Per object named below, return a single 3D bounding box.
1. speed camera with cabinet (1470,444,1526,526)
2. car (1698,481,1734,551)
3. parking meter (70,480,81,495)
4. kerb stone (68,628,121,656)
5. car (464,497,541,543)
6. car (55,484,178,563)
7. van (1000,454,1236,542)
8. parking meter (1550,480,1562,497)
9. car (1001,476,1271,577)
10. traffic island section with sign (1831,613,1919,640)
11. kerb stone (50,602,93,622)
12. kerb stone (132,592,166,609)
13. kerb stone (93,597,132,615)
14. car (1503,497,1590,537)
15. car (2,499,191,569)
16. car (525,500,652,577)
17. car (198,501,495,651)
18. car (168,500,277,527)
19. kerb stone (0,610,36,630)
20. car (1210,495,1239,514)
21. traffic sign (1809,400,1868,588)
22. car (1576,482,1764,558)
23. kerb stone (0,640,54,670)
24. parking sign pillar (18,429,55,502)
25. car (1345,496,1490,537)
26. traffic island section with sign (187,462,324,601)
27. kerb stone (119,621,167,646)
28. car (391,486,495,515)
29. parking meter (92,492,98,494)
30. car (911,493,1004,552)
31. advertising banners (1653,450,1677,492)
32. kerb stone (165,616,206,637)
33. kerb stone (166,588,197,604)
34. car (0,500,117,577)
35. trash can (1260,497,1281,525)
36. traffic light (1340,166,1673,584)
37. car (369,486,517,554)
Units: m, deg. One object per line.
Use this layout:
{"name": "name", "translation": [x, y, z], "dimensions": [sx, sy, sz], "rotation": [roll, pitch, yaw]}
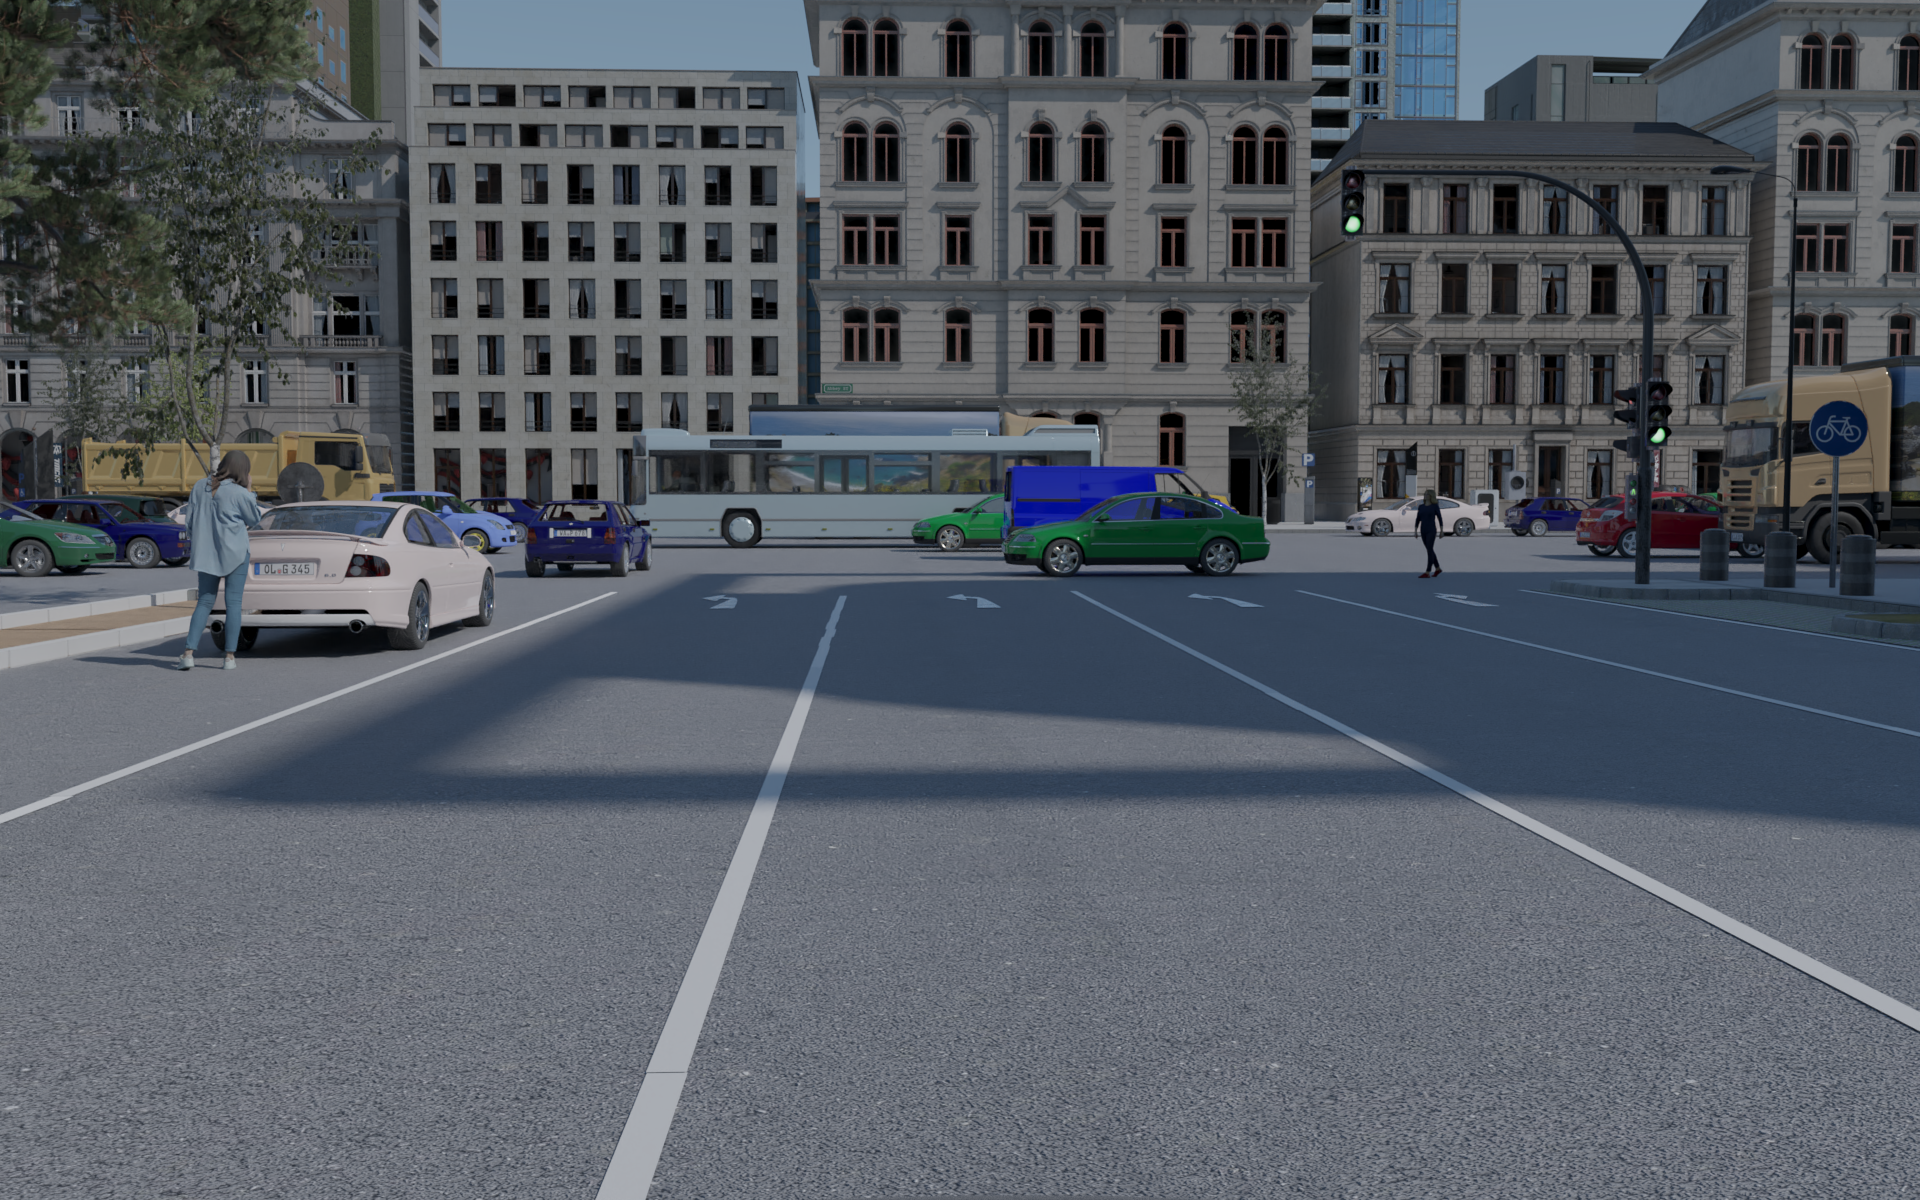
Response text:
{"name": "speed camera with cabinet", "translation": [21.329, -4.546, 68.658], "dimensions": [2.038, 3.252, 0.660], "rotation": [0, 4, -1]}
{"name": "car", "translation": [20.183, -2.227, 45.205], "dimensions": [1.959, 1.807, 4.718], "rotation": [0, 4, -1]}
{"name": "parking meter", "translation": [-37.333, -4.124, 73.145], "dimensions": [0.399, 1.863, 0.255], "rotation": [1, 4, 14]}
{"name": "kerb stone", "translation": [-7.941, 0.394, 15.765], "dimensions": [0.120, 0.150, 1.000], "rotation": [0, 4, -3]}
{"name": "car", "translation": [-14.287, -2.383, 51.536], "dimensions": [3.894, 1.354, 1.945], "rotation": [0, 4, -2]}
{"name": "car", "translation": [-18.796, -1.656, 36.866], "dimensions": [4.222, 1.686, 2.009], "rotation": [0, 4, -4]}
{"name": "van", "translation": [3.533, -2.050, 37.899], "dimensions": [5.245, 2.365, 2.240], "rotation": [0, 4, -4]}
{"name": "parking meter", "translation": [24.049, -3.926, 69.909], "dimensions": [0.399, 1.863, 0.255], "rotation": [-2, 4, -29]}
{"name": "car", "translation": [3.094, -1.340, 30.713], "dimensions": [4.718, 1.807, 1.959], "rotation": [0, 4, -5]}
{"name": "traffic island section with sign", "translation": [10.071, -0.547, 17.570], "dimensions": [1.989, 1.847, 2.006], "rotation": [0, 4, -3]}
{"name": "kerb stone", "translation": [-10.229, 0.151, 19.794], "dimensions": [0.120, 0.150, 1.000], "rotation": [0, 4, -3]}
{"name": "kerb stone", "translation": [-10.326, 0.023, 21.853], "dimensions": [0.120, 0.150, 1.000], "rotation": [0, 4, -3]}
{"name": "kerb stone", "translation": [-10.273, 0.087, 20.826], "dimensions": [0.120, 0.150, 1.000], "rotation": [0, 4, -3]}
{"name": "car", "translation": [20.546, -2.818, 58.650], "dimensions": [3.894, 1.354, 1.945], "rotation": [0, 4, -4]}
{"name": "car", "translation": [-16.879, -1.304, 33.903], "dimensions": [3.894, 1.354, 1.945], "rotation": [0, 4, -3]}
{"name": "car", "translation": [-6.640, -1.141, 31.229], "dimensions": [1.945, 1.354, 3.894], "rotation": [0, 4, -1]}
{"name": "car", "translation": [-5.946, -0.299, 17.252], "dimensions": [2.083, 1.381, 4.827], "rotation": [0, 4, -3]}
{"name": "car", "translation": [-20.464, -2.147, 47.473], "dimensions": [4.827, 1.381, 2.083], "rotation": [0, 4, -2]}
{"name": "kerb stone", "translation": [-10.187, 0.210, 18.765], "dimensions": [0.120, 0.150, 1.000], "rotation": [0, 4, -3]}
{"name": "car", "translation": [6.986, -2.769, 55.490], "dimensions": [3.980, 1.641, 2.015], "rotation": [0, 4, -1]}
{"name": "traffic sign", "translation": [11.965, -1.442, 23.679], "dimensions": [0.768, 2.556, 0.104], "rotation": [0, 4, 5]}
{"name": "car", "translation": [16.385, -1.858, 39.416], "dimensions": [4.494, 1.783, 2.155], "rotation": [0, 4, -3]}
{"name": "kerb stone", "translation": [-7.892, 0.456, 14.738], "dimensions": [0.120, 0.150, 1.000], "rotation": [0, 4, -3]}
{"name": "parking sign pillar", "translation": [-37.627, -5.021, 70.567], "dimensions": [1.447, 3.967, 1.447], "rotation": [2, 4, 28]}
{"name": "car", "translation": [15.508, -2.840, 58.790], "dimensions": [4.827, 1.381, 2.083], "rotation": [0, 4, -3]}
{"name": "traffic island section with sign", "translation": [-9.370, -0.976, 24.096], "dimensions": [2.006, 1.907, 1.989], "rotation": [0, 4, -3]}
{"name": "kerb stone", "translation": [-7.985, 0.330, 16.792], "dimensions": [0.120, 0.150, 1.000], "rotation": [0, 4, -3]}
{"name": "car", "translation": [-14.629, -2.380, 48.506], "dimensions": [3.694, 1.707, 1.945], "rotation": [0, 4, -2]}
{"name": "parking meter", "translation": [-35.942, -4.069, 72.234], "dimensions": [0.255, 1.863, 0.399], "rotation": [3, 5, 42]}
{"name": "car", "translation": [1.125, -2.116, 43.400], "dimensions": [4.718, 1.807, 1.959], "rotation": [0, 4, -1]}
{"name": "advertising banners", "translation": [27.869, -4.419, 68.446], "dimensions": [2.074, 3.025, 0.090], "rotation": [-3, 5, -41]}
{"name": "kerb stone", "translation": [-8.041, 0.272, 17.821], "dimensions": [0.120, 0.150, 1.000], "rotation": [0, 4, -3]}
{"name": "kerb stone", "translation": [-10.365, -0.042, 22.880], "dimensions": [0.120, 0.150, 1.000], "rotation": [0, 4, -3]}
{"name": "car", "translation": [-17.500, -1.146, 30.531], "dimensions": [4.920, 1.459, 2.131], "rotation": [0, 4, -5]}
{"name": "trash can", "translation": [13.684, -3.985, 76.805], "dimensions": [0.748, 1.137, 0.748], "rotation": [0, 3, 0]}
{"name": "traffic light", "translation": [7.617, -3.040, 24.373], "dimensions": [4.771, 5.953, 1.251], "rotation": [0, 4, -3]}
{"name": "car", "translation": [-12.552, -1.957, 41.588], "dimensions": [3.694, 1.707, 1.945], "rotation": [0, 4, -2]}
